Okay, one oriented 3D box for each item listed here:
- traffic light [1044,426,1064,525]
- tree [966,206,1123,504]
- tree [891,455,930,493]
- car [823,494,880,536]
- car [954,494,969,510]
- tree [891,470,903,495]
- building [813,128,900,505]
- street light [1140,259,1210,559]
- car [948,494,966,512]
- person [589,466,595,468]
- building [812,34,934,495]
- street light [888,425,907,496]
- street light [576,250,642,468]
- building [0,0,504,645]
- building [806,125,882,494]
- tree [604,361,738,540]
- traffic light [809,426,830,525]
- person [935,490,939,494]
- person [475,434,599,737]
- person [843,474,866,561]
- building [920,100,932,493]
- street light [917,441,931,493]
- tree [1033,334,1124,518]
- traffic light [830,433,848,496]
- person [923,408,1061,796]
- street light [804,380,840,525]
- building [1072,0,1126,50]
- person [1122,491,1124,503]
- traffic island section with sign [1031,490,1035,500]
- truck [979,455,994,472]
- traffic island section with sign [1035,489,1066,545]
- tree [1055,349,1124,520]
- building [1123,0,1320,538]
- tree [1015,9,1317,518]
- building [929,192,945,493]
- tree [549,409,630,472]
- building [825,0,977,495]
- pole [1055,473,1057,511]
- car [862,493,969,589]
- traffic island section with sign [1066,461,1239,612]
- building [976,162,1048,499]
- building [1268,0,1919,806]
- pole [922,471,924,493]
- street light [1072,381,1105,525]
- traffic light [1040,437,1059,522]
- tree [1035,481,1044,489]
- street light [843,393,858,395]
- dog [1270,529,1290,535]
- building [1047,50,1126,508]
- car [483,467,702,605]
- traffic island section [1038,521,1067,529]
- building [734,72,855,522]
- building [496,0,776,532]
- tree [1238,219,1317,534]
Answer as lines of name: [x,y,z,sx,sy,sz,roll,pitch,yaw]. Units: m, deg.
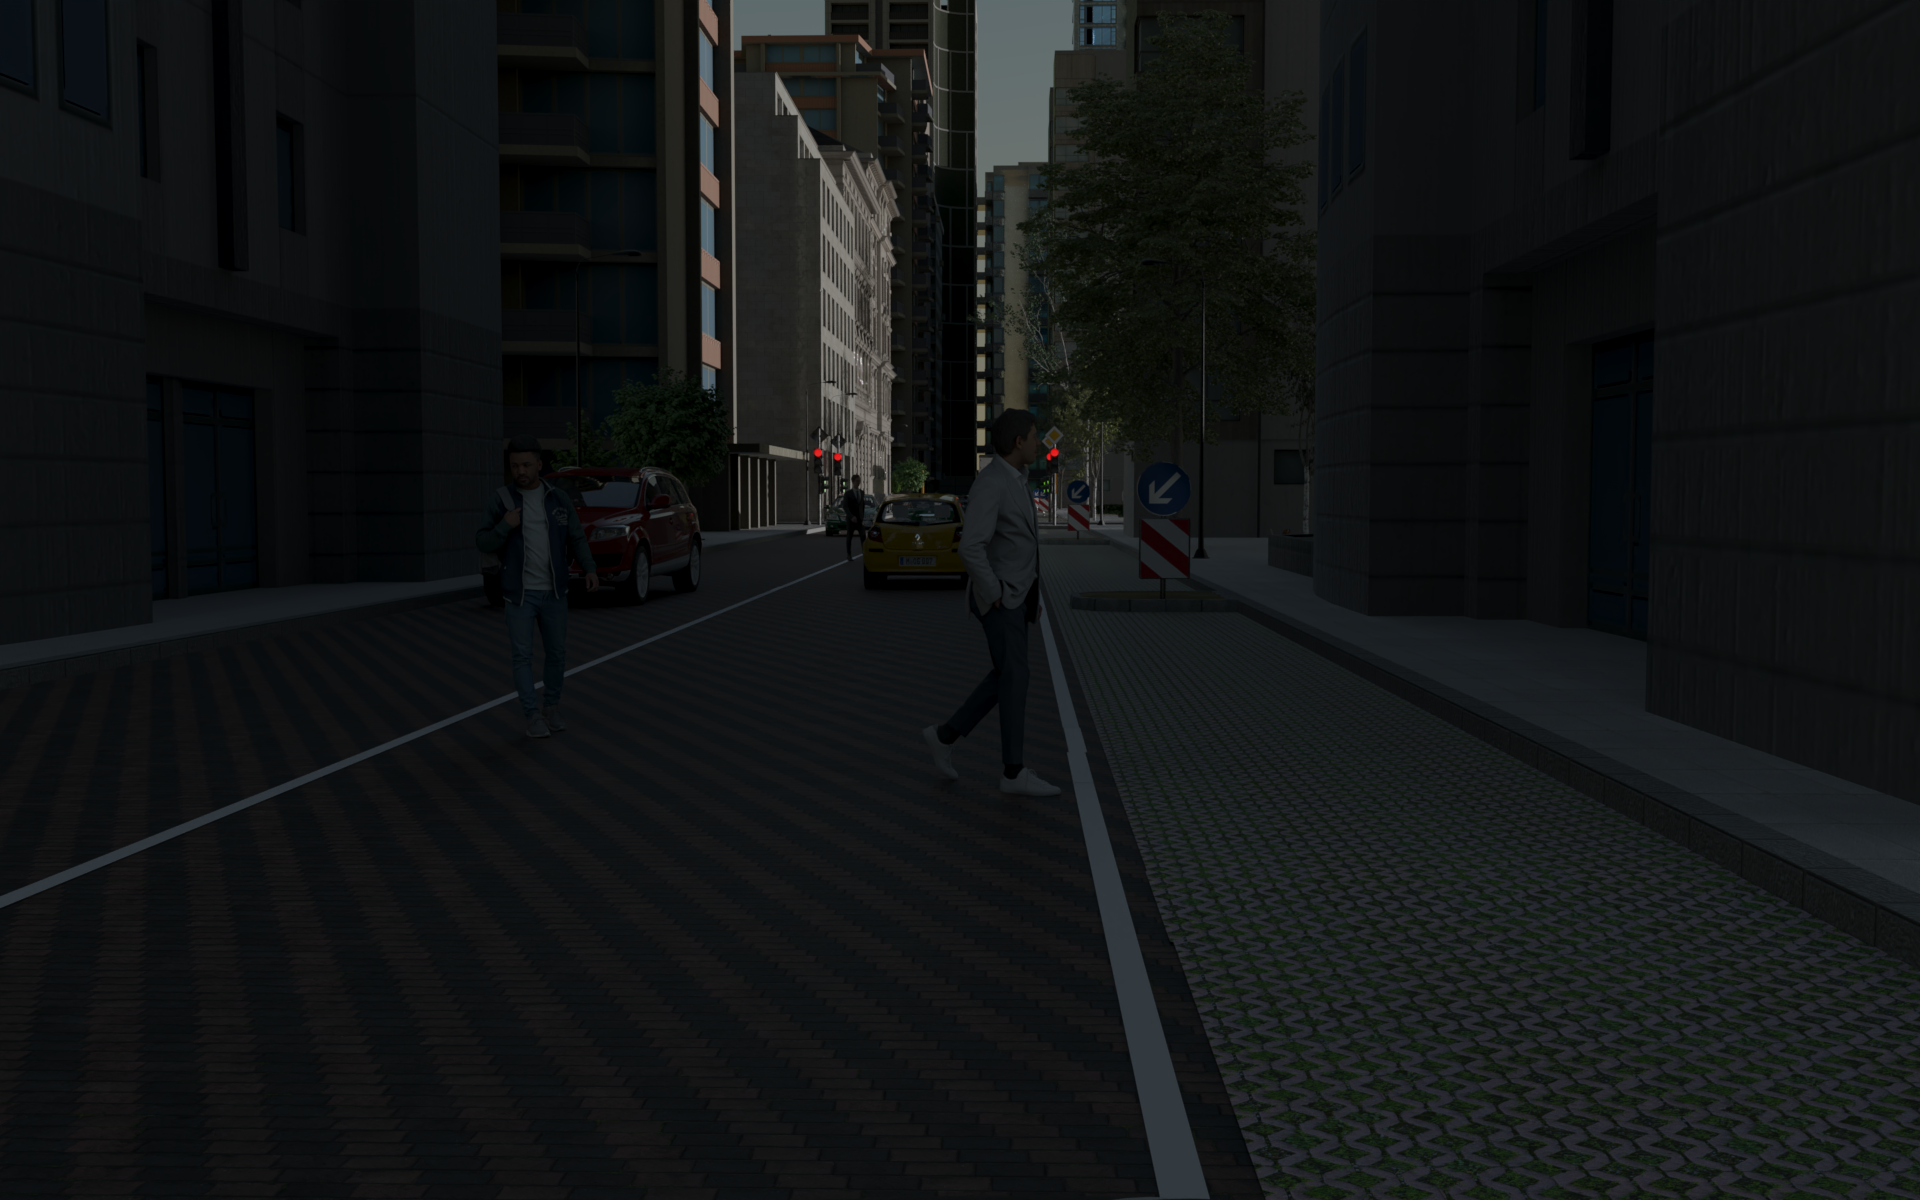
traffic light: [3.857,-5.033,71.203,0.839,4.253,0.868,0,4,2]
tree: [7.281,-15.820,114.553,12.611,20.169,13.585,0,3,0]
tree: [-4.211,-10.047,147.976,4.285,4.588,4.351,0,3,0]
car: [-3.654,-2.980,60.514,2.131,1.459,4.920,0,4,1]
car: [0.181,-4.446,82.471,2.009,1.686,4.222,0,4,2]
tree: [-5.328,-8.934,140.664,1.663,3.219,1.824,0,3,0]
building: [-11.994,-20.779,127.123,14.401,28.519,23.554,0,4,2]
street light: [4.260,-3.781,34.365,1.470,5.913,1.316,0,4,2]
car: [-0.713,-1.975,44.093,2.131,1.459,4.920,0,4,0]
person: [-7.572,-1.776,34.934,0.795,1.843,0.661,-2,4,-27]
building: [-13.957,-31.453,168.878,22.147,44.769,28.867,0,4,2]
street light: [-4.237,-8.774,116.003,1.470,5.913,1.316,0,4,2]
street light: [-6.750,-3.705,33.118,1.470,5.913,1.316,0,4,2]
building: [-18.574,-28.854,13.766,21.231,58.520,28.212,0,4,2]
building: [-10.978,-16.921,105.530,11.050,23.489,19.941,0,4,2]
tree: [-7.222,-3.639,43.207,4.285,4.588,4.351,0,3,0]
traffic light: [-5.800,-5.049,71.479,0.839,4.253,0.868,0,4,2]
person: [-2.587,-11.435,193.935,0.756,1.711,0.436,-2,4,-24]
person: [-2.535,-0.088,10.288,0.623,1.781,0.721,-3,5,-39]
person: [-2.173,-1.751,36.907,0.659,1.850,0.755,-3,4,-36]
building: [-10.479,-33.040,190.321,14.600,45.320,14.200,0,4,2]
street light: [-3.228,-11.005,152.465,1.470,5.913,1.316,0,4,2]
tree: [7.433,-9.706,93.101,7.601,10.594,8.767,2,4,26]
traffic light: [-5.557,-5.538,79.461,0.839,4.253,0.868,0,4,2]
person: [0.138,-0.003,8.399,0.795,1.843,0.661,1,4,22]
street light: [-5.724,-6.016,70.895,1.470,5.913,1.316,0,4,2]
building: [22.719,-55.048,212.699,22.319,86.520,31.000,0,4,2]
person: [11.081,-6.678,115.413,0.709,1.800,0.728,-2,4,-31]
traffic island section with sign: [4.901,-5.826,103.884,1.989,1.847,2.006,0,4,2]
truck: [2.710,-8.539,128.533,2.839,4.237,11.283,0,4,2]
traffic island section with sign: [3.231,-2.486,49.279,1.989,1.847,2.006,0,4,2]
tree: [6.533,-8.195,84.352,4.737,8.622,4.395,0,3,0]
building: [12.342,-17.434,56.744,14.160,30.474,14.107,0,4,2]
tree: [5.200,-7.503,40.803,7.486,12.596,7.792,0,3,0]
building: [-14.034,-31.973,214.639,23.993,40.220,32.217,0,4,2]
tree: [-8.570,-2.740,39.394,1.663,3.219,1.824,0,3,0]
building: [-7.981,-49.458,246.891,20.611,71.187,20.563,0,4,2]
pole: [7.281,-8.424,131.579,0.158,3.312,0.155,0,3,0]
car: [-0.601,-1.069,27.706,2.015,1.641,3.980,0,4,1]
traffic island section with sign: [2.396,-0.807,21.819,1.989,1.847,2.006,0,4,2]
building: [17.599,-38.479,248.735,30.456,49.044,23.786,0,4,2]
building: [14.833,-29.119,18.094,21.231,58.520,28.212,0,4,2]
pole: [-3.236,-9.573,150.368,0.158,3.312,0.155,0,3,0]
street light: [5.270,-6.028,71.103,1.470,5.913,1.316,0,4,2]
traffic light: [4.100,-5.521,79.184,0.839,4.253,0.868,0,4,2]
tree: [10.116,-13.455,214.586,1.663,3.219,1.824,0,3,0]
street light: [-5.354,-6.532,79.346,1.470,5.913,1.316,0,4,2]
dog: [7.141,-1.334,38.641,0.540,0.507,0.406,2,4,23]
building: [15.733,-29.343,163.346,14.154,41.232,14.086,0,4,2]
car: [-4.989,-0.942,24.074,2.281,1.827,5.304,0,4,4]
traffic island section: [4.140,-3.487,79.297,2.009,0.180,2.903,0,4,2]
building: [-11.250,-14.221,87.260,10.420,20.320,16.860,0,4,2]
building: [-21.121,-24.895,61.651,28.867,44.769,22.147,0,4,2]
tree: [9.745,-5.932,47.347,4.360,8.622,3.978,0,3,0]
